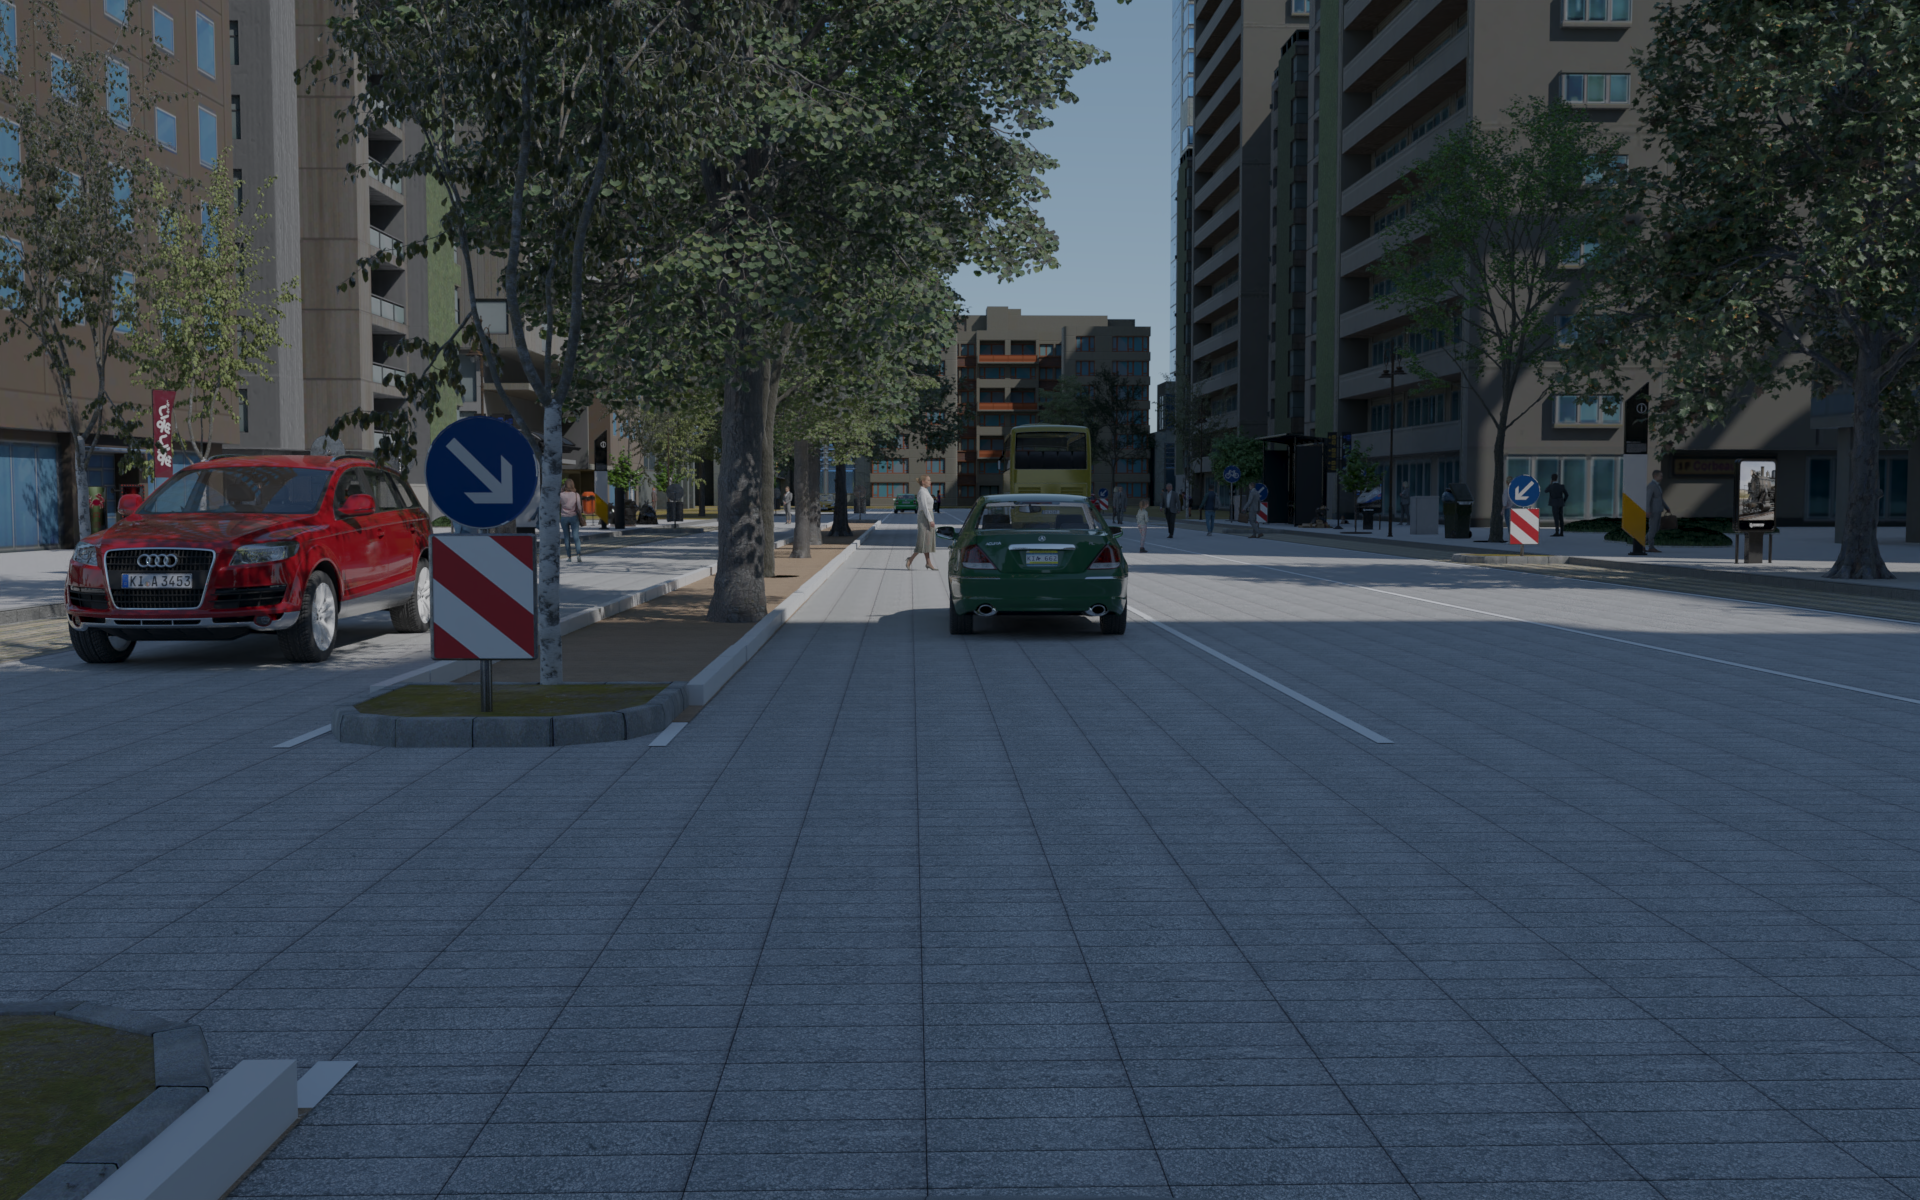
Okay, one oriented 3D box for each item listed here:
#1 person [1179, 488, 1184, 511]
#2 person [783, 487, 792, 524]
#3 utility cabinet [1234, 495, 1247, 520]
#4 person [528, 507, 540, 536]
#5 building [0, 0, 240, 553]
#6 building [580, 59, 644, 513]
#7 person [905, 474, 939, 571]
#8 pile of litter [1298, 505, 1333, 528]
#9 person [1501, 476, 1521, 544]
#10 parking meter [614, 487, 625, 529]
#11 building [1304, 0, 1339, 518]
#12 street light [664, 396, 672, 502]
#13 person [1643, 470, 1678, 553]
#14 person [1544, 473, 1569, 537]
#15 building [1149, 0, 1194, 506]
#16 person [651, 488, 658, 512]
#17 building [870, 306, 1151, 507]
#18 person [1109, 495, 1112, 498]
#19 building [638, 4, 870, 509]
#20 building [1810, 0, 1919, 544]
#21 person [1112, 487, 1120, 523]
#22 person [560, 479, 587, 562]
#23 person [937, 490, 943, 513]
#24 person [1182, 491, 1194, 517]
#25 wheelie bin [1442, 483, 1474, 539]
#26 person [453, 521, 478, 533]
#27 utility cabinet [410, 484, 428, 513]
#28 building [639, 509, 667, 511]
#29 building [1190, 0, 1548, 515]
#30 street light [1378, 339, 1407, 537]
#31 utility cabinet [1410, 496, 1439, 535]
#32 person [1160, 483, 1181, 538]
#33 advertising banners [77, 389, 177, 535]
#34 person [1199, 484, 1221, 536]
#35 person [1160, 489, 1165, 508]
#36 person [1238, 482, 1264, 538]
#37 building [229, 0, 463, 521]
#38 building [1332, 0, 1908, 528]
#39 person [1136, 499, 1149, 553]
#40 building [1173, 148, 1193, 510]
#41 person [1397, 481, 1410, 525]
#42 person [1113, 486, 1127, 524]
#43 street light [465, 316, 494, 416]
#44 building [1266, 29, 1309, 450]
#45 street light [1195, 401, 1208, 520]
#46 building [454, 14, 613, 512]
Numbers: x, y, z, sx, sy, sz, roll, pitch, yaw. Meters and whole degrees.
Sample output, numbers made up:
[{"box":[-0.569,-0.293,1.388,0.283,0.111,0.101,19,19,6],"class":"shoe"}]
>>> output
[{"box":[16.898,-7.644,131.753,0.721,1.736,1.217,1,4,22],"class":"person"},{"box":[-8.253,-4.505,82.438,0.520,1.790,0.573,1,4,18],"class":"person"},{"box":[13.782,-4.526,85.155,0.306,1.237,1.020,-1,4,-10],"class":"utility cabinet"},{"box":[-12.677,-2.507,52.528,1.012,1.151,0.738,1,4,9],"class":"person"},{"box":[-27.271,-23.908,40.999,14.600,45.320,14.200,0,4,-2],"class":"building"},{"box":[-30.217,-28.760,120.337,14.600,45.320,14.200,0,4,-2],"class":"building"},{"box":[-0.722,-1.448,32.400,0.641,1.798,0.478,1,4,12],"class":"person"},{"box":[13.485,-3.152,65.499,1.176,0.858,1.719,-1,4,-10],"class":"pile of litter"},{"box":[14.137,-2.281,44.005,0.598,1.740,0.731,3,5,42],"class":"person"},{"box":[-12.472,-3.369,63.487,0.372,1.533,0.369,0,3,0],"class":"parking meter"},{"box":[26.640,-25.277,96.880,14.154,41.232,14.086,0,4,-2],"class":"building"},{"box":[-13.272,-6.486,78.828,0.468,5.910,1.993,0,4,-2],"class":"street light"},{"box":[15.285,-1.950,38.048,0.853,1.813,0.709,3,4,36],"class":"person"},{"box":[17.957,-2.862,52.205,0.648,1.900,0.474,-1,4,-18],"class":"person"},{"box":[35.372,-53.530,187.884,31.000,86.520,22.319,0,4,-2],"class":"building"},{"box":[-21.955,-7.209,124.464,0.434,1.755,0.990,0,4,3],"class":"person"},{"box":[4.796,-21.220,191.989,28.899,21.520,27.650,0,4,-2],"class":"building"},{"box":[13.567,-8.894,151.460,0.705,1.824,1.348,-3,5,-40],"class":"person"},{"box":[-25.071,-53.447,186.526,31.000,86.520,22.319,0,4,-2],"class":"building"},{"box":[34.268,-20.986,35.009,23.993,40.220,32.217,0,4,-2],"class":"building"},{"box":[7.697,-4.643,84.593,0.526,1.800,0.537,0,4,-8],"class":"person"},{"box":[-8.186,-1.680,36.559,0.593,1.750,0.643,-1,4,-10],"class":"person"},{"box":[-1.499,-7.310,128.696,0.721,1.739,1.217,1,4,14],"class":"person"},{"box":[12.947,-5.459,98.532,0.697,1.427,0.421,-1,4,-12],"class":"person"},{"box":[14.339,-2.576,50.025,0.980,1.594,0.693,-2,4,-25],"class":"wheelie bin"},{"box":[-6.683,-0.893,23.368,0.793,1.790,0.793,-2,4,-34],"class":"person"},{"box":[-11.984,-1.767,37.565,0.318,1.500,1.173,1,4,14],"class":"utility cabinet"},{"box":[-38.818,-50.619,140.295,31.000,86.520,22.319,0,4,-2],"class":"building"},{"box":[29.668,-30.931,129.424,21.300,48.544,21.600,0,4,-2],"class":"building"},{"box":[12.914,-4.834,51.818,0.468,5.910,1.993,0,4,-2],"class":"street light"},{"box":[14.736,-2.680,54.982,1.020,1.237,0.306,-2,4,-33],"class":"utility cabinet"},{"box":[6.792,-2.888,56.111,0.661,1.777,0.834,1,4,17],"class":"person"},{"box":[-13.579,-1.967,28.341,0.090,3.025,2.074,1,4,20],"class":"advertising banners"},{"box":[8.581,-3.084,59.278,0.623,1.781,0.721,-2,4,-30],"class":"person"},{"box":[18.560,-9.349,159.436,0.750,1.759,0.617,3,5,42],"class":"person"},{"box":[9.459,-2.898,56.006,0.853,1.813,0.709,2,4,29],"class":"person"},{"box":[-28.073,-23.396,66.124,14.154,41.232,14.086,0,4,-2],"class":"building"},{"box":[29.710,-27.641,75.636,21.300,48.544,21.600,0,4,-2],"class":"building"},{"box":[4.496,-1.813,42.423,0.394,1.301,0.425,-3,5,-44],"class":"person"},{"box":[25.179,-22.999,147.733,14.160,30.474,14.107,0,4,-2],"class":"building"},{"box":[18.157,-3.950,70.807,0.526,1.800,0.537,0,3,0],"class":"person"},{"box":[7.598,-4.507,82.297,0.694,1.812,0.767,1,4,15],"class":"person"},{"box":[-12.401,-4.417,45.006,0.468,5.910,1.993,0,4,-2],"class":"street light"},{"box":[26.972,-20.809,111.934,14.160,30.474,14.107,0,4,-2],"class":"building"},{"box":[11.972,-6.920,85.930,0.468,5.910,1.993,0,4,-2],"class":"street light"},{"box":[-35.790,-31.186,99.133,28.713,52.752,27.495,0,4,-2],"class":"building"}]
